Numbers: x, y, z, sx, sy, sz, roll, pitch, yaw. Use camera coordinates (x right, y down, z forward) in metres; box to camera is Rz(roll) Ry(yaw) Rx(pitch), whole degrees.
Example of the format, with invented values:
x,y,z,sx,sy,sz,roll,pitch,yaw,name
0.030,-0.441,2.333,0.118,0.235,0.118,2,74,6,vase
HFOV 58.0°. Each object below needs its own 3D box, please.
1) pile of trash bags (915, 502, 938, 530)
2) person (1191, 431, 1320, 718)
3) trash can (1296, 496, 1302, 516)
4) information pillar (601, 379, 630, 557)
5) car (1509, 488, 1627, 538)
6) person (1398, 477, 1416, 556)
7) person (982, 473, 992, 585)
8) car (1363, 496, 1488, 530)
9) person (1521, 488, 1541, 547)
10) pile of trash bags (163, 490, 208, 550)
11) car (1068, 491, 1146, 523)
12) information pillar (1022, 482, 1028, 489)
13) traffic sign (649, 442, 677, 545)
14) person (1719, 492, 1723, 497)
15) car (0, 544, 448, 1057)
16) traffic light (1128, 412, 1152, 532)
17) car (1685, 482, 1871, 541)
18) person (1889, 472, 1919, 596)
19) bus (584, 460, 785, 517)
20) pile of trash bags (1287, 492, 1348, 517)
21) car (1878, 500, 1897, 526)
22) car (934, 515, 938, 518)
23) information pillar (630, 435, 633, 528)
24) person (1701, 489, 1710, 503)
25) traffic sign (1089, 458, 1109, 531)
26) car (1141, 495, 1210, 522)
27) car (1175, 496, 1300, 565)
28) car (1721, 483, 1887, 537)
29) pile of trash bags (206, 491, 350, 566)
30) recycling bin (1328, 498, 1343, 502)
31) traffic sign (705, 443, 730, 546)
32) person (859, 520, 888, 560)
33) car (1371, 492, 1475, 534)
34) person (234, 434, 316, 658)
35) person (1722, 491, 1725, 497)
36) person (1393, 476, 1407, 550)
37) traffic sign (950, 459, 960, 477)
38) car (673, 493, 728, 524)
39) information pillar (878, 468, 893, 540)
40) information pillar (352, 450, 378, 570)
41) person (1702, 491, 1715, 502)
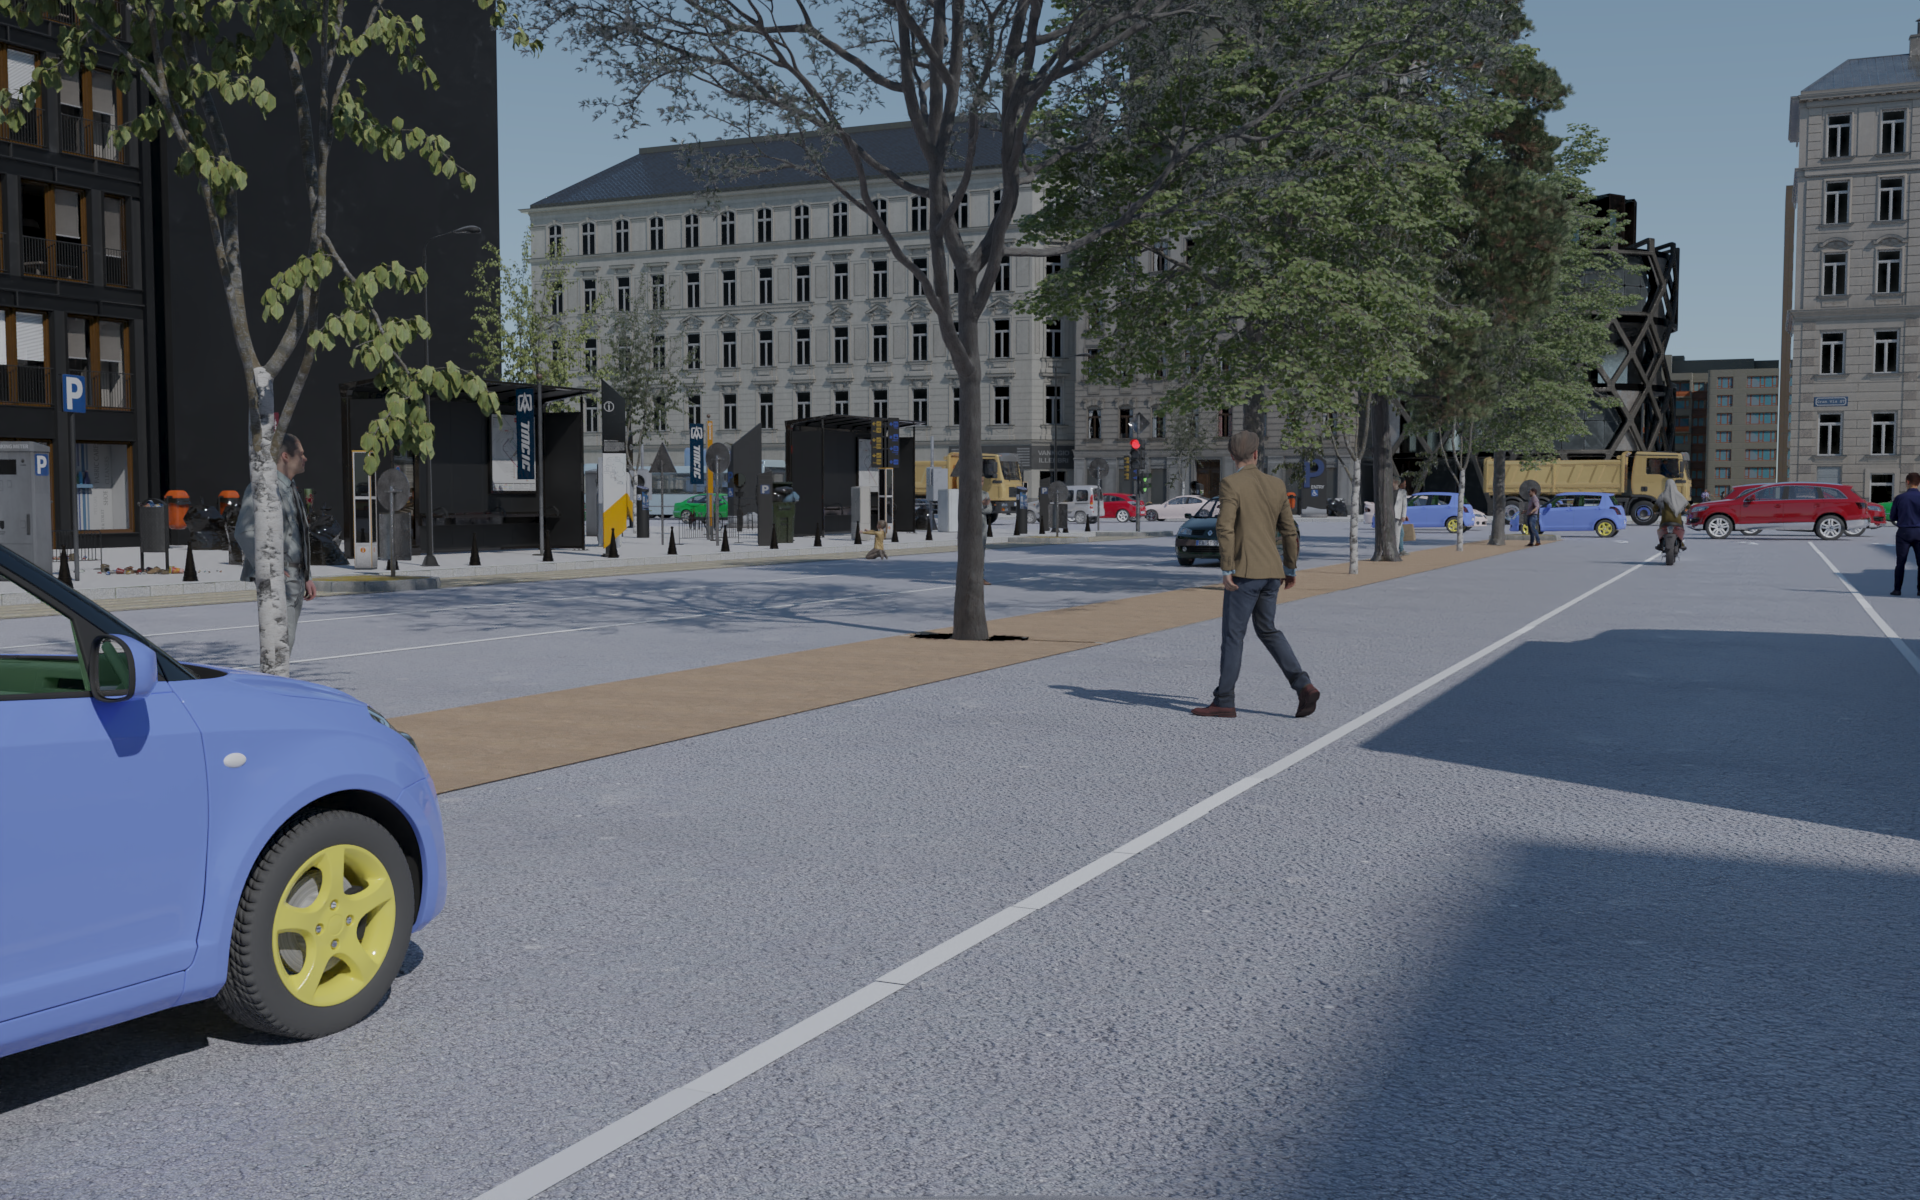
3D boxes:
x,y,z,sx,sy,sz,roll,pitch,yaw,name
-1.465,-3.198,62.036,3.447,1.369,1.912,-2,4,-32,pile of trash bags
1.916,-0.165,11.106,0.836,1.842,0.656,2,4,25,person
20.379,-5.592,103.090,0.748,1.137,0.748,0,3,0,trash can
-7.071,-2.690,35.333,0.504,3.616,0.183,-1,4,-23,information pillar
20.342,-2.960,57.990,3.694,1.707,1.945,2,4,26,car
9.983,-1.889,39.363,0.713,1.824,0.794,3,4,38,person
0.266,-1.126,27.097,0.511,1.800,0.466,-3,4,-37,person
18.574,-3.476,69.190,4.827,1.381,2.083,2,4,25,car
15.463,-2.225,46.839,0.435,1.587,0.963,0,3,0,person
-17.292,-1.873,40.380,3.447,1.369,1.912,2,4,26,pile of trash bags
7.224,-4.836,88.115,4.494,1.783,2.155,2,4,26,car
3.886,-6.097,104.180,0.304,2.012,0.304,-1,4,-19,information pillar
-7.485,-2.662,43.531,0.884,2.594,0.081,2,4,29,traffic sign
82.535,-10.873,187.748,0.415,1.643,0.593,-3,5,-40,person
-2.868,0.346,3.929,1.945,1.707,3.694,2,4,26,car
6.106,-4.298,59.192,0.839,4.253,0.868,2,4,25,traffic light
25.808,-2.819,54.769,5.304,1.827,2.281,2,4,23,car
13.461,-0.935,24.488,0.576,1.737,0.504,1,4,14,person
-15.961,-6.216,96.498,13.247,3.499,2.948,2,4,25,bus
20.127,-5.400,98.046,3.447,1.369,1.912,0,4,0,pile of trash bags
42.669,-4.096,75.765,4.718,1.807,1.959,2,4,25,car
-0.746,-4.876,91.724,4.499,1.417,2.014,2,4,25,car
-12.571,-4.559,65.900,0.183,3.616,0.504,1,4,17,information pillar
62.259,-8.339,144.715,0.709,1.838,0.599,1,4,19,person
4.849,-3.701,60.617,0.768,2.556,0.104,2,4,28,traffic sign
11.656,-4.769,90.340,4.827,1.381,2.083,2,4,24,car
5.736,-1.576,35.560,2.009,1.686,4.222,2,4,26,car
28.839,-3.107,59.475,5.304,1.827,2.281,2,4,27,car
-12.552,-1.359,31.970,1.912,1.369,3.447,-2,4,-31,pile of trash bags
21.938,-5.422,101.209,0.722,1.027,0.722,0,4,-8,recycling bin
-6.003,-2.612,42.811,0.768,2.556,0.104,2,4,30,traffic sign
-1.887,-1.319,37.986,0.695,0.859,0.347,2,4,32,person
17.144,-3.338,64.163,3.694,1.707,1.945,2,4,25,car
-4.288,-0.142,10.918,0.391,1.810,0.635,0,4,-6,person
76.250,-10.002,172.746,0.721,1.735,1.217,1,4,22,person
9.608,-1.830,38.301,0.514,1.842,0.818,1,4,13,person
0.068,-3.279,53.610,0.884,2.594,0.081,2,4,27,traffic sign
-11.514,-4.548,83.152,4.718,1.807,1.959,2,4,26,car
-2.093,-2.705,48.723,0.304,2.012,0.304,3,5,41,information pillar
-10.077,-1.519,29.335,0.304,2.012,0.304,0,4,-1,information pillar
73.099,-9.777,169.078,1.217,1.735,0.721,2,4,32,person
